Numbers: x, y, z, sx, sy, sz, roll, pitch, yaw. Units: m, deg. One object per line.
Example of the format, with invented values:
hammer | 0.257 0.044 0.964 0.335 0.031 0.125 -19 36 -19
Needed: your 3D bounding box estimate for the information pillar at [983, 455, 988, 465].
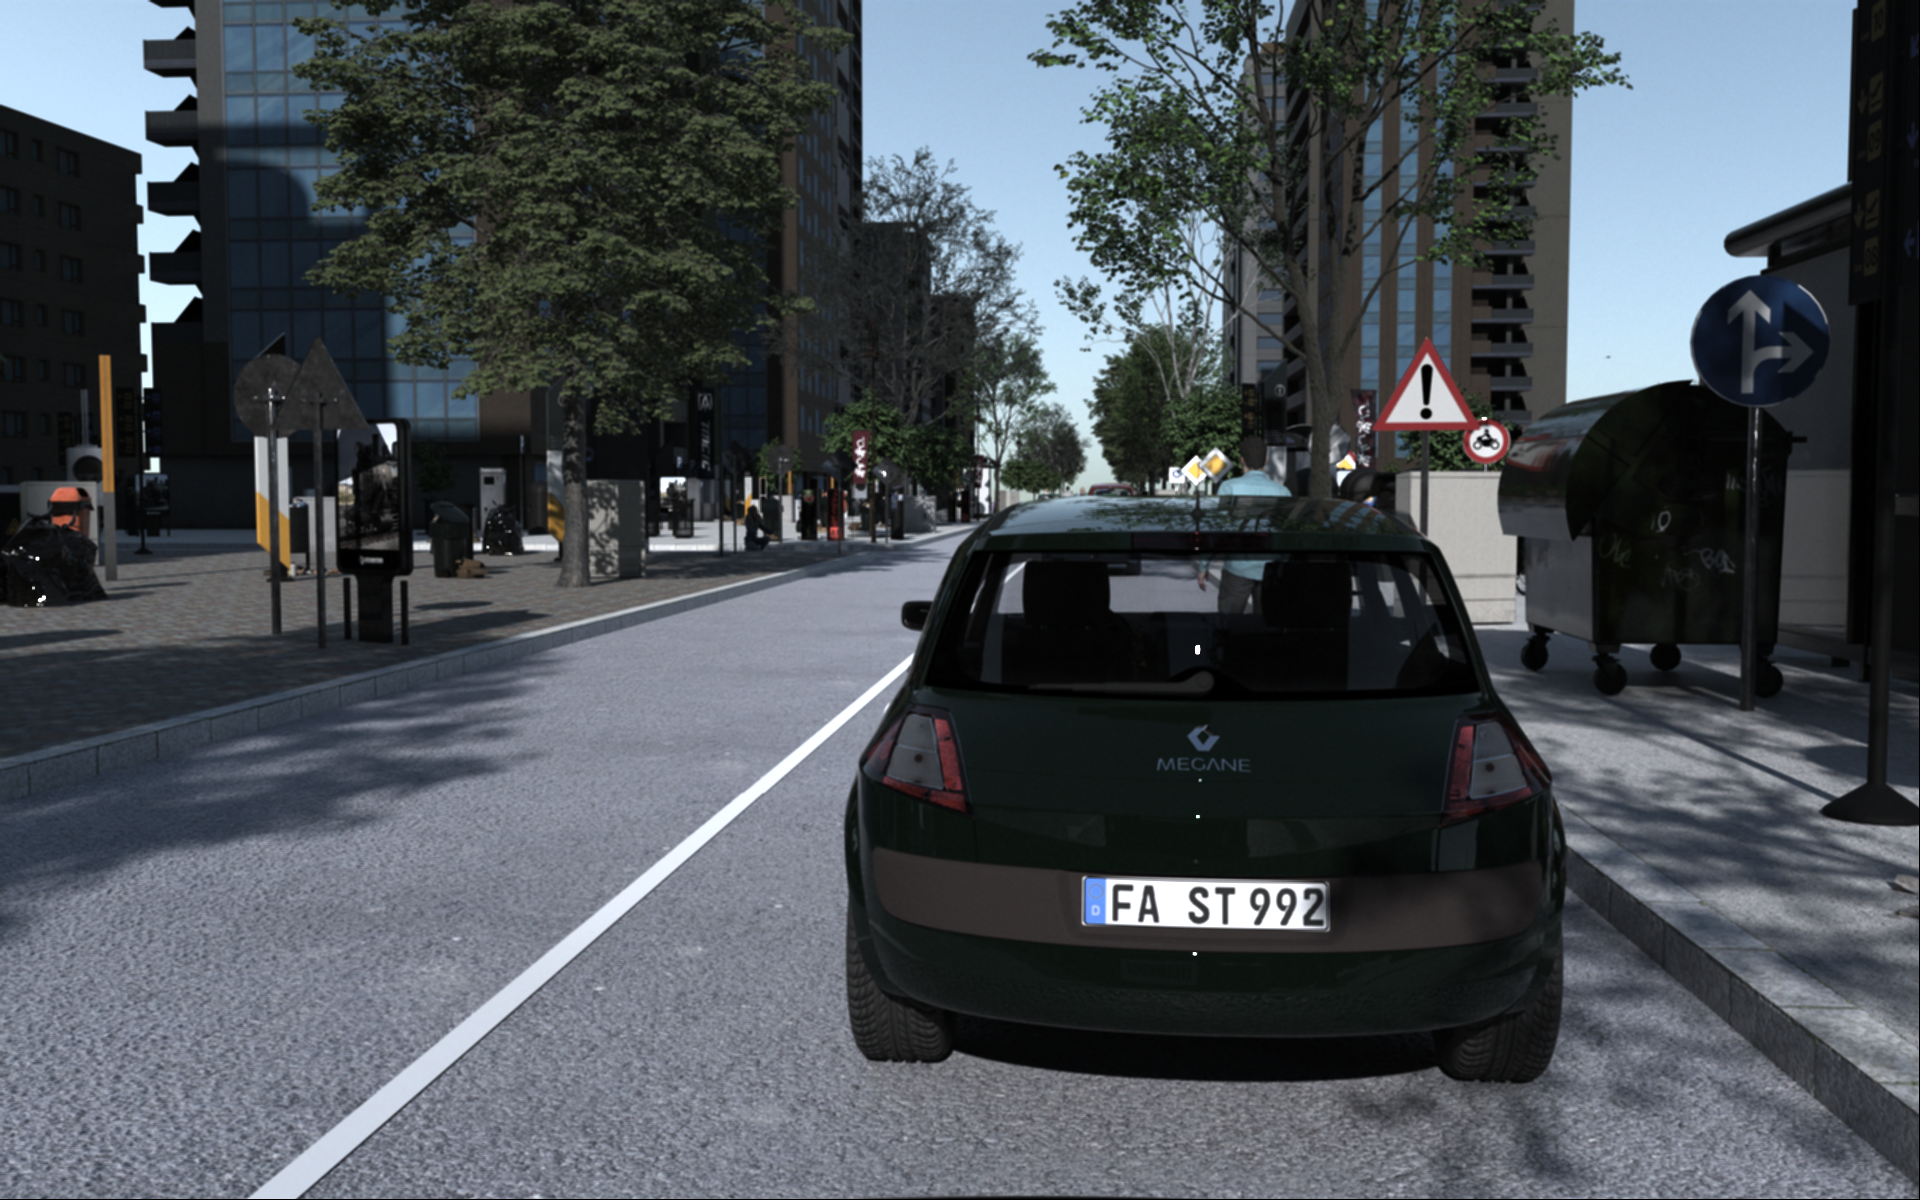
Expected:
information pillar | 1.446 -6.936 104.762 0.504 3.616 0.183 0 4 8

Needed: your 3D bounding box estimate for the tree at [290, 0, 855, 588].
tree | -5.365 -6.475 23.995 7.486 12.596 7.792 0 3 0

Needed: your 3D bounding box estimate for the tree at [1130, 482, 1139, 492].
tree | 24.404 -15.384 246.125 1.663 3.219 1.824 0 3 0

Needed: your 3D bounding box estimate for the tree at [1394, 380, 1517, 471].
tree | 14.399 -4.076 50.355 4.285 4.588 4.351 0 3 0

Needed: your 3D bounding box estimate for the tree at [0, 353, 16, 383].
tree | -5.832 -0.848 8.472 1.663 3.219 1.824 0 3 0

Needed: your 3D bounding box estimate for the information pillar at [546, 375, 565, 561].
information pillar | -7.662 -2.554 33.115 0.183 3.616 0.504 3 5 42

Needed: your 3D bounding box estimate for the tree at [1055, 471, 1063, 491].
tree | 6.154 -9.926 145.996 4.285 4.588 4.351 0 3 0

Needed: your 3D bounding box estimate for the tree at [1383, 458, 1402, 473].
tree | 23.298 -6.011 92.881 1.663 3.219 1.824 0 3 0

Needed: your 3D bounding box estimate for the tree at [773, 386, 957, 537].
tree | -2.793 -4.205 52.459 4.285 4.588 4.351 0 3 0

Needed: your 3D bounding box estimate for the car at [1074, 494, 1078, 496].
car | 14.755 -12.378 214.379 2.014 1.417 4.499 0 4 4

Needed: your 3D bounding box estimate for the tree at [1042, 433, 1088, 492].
tree | 15.368 -19.891 259.626 8.767 10.594 7.601 1 4 16

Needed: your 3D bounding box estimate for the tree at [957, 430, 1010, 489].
tree | -0.955 -5.324 70.763 4.285 4.588 4.351 0 3 0

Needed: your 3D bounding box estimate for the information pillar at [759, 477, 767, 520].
information pillar | -8.635 -4.362 75.805 0.304 2.012 0.304 -1 4 -16

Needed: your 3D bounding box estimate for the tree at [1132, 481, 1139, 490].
tree | 22.953 -16.794 224.943 4.360 8.622 3.978 0 3 0

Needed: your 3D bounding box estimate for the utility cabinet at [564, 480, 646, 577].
utility cabinet | -5.418 -1.087 26.452 1.173 1.500 0.318 -1 4 -23

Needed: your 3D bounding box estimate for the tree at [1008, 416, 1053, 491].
tree | 6.362 -12.377 152.733 4.360 8.622 3.978 0 3 0

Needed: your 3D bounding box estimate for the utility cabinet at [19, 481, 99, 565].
utility cabinet | -15.803 -1.328 30.393 0.318 1.500 1.173 3 5 42

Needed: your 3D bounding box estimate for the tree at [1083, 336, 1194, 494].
tree | 14.463 -14.126 137.609 9.857 13.997 8.962 0 3 0

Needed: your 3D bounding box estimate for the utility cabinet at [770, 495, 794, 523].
utility cabinet | -7.955 -4.056 77.478 1.020 1.237 0.306 1 4 13

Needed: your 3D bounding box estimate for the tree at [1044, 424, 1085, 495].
tree | 16.323 -21.789 274.378 7.486 12.596 7.792 0 3 0

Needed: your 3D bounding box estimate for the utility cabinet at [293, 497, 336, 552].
utility cabinet | -14.339 -1.685 38.708 1.020 1.237 0.306 -3 5 -40

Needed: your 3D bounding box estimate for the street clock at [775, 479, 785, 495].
street clock | -8.459 -4.690 81.253 0.471 2.002 0.358 3 5 42

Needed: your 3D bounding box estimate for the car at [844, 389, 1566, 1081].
car | 0.730 0.250 5.697 2.009 1.686 4.222 0 4 6

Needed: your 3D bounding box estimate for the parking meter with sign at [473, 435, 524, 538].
parking meter with sign | -13.756 -3.349 51.013 1.738 3.016 0.543 0 4 -3

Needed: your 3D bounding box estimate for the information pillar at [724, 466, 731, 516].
information pillar | -13.642 -6.742 101.593 0.183 3.616 0.504 2 4 28

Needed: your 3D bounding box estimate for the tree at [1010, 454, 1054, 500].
tree | 4.681 -9.475 138.628 4.285 4.588 4.351 0 3 0

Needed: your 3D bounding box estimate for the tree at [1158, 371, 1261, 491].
tree | 6.967 -3.839 46.483 4.285 4.588 4.351 0 3 0

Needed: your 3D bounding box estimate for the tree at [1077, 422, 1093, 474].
tree | 12.308 -19.409 227.707 12.009 13.543 11.850 0 3 0

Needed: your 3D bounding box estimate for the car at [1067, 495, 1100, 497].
car | 2.458 -1.213 31.835 2.014 1.417 4.499 0 4 6

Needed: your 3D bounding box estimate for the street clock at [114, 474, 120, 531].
street clock | -29.564 -3.415 60.400 0.471 2.002 0.358 -1 4 -13

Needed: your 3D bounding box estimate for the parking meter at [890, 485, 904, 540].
parking meter | -1.765 -2.464 48.696 0.372 1.533 0.369 0 3 0

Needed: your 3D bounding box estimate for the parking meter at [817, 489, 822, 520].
parking meter | -7.039 -4.748 86.044 0.372 1.533 0.369 0 3 0

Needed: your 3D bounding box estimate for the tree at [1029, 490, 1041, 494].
tree | 7.259 -10.485 166.023 1.663 3.219 1.824 0 3 0

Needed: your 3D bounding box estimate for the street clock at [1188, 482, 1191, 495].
street clock | 12.872 -5.747 98.538 0.471 2.002 0.358 3 4 36

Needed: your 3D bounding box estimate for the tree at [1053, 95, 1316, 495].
tree | 10.660 -13.786 81.295 12.611 20.169 13.585 0 3 0

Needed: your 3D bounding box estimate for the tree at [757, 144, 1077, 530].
tree | -1.982 -9.241 61.453 12.009 13.543 11.850 0 3 0

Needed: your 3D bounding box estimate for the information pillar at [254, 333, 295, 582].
information pillar | -9.990 -2.068 25.168 0.183 3.616 0.504 3 4 39

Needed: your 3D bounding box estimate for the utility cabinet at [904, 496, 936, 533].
utility cabinet | -1.317 -2.829 57.408 1.020 1.237 0.306 1 4 13

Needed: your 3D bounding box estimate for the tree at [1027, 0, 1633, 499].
tree | 4.656 -5.889 22.033 9.928 11.665 9.643 0 3 0

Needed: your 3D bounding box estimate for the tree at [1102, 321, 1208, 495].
tree | 13.174 -11.999 114.316 7.486 12.596 7.792 0 3 0

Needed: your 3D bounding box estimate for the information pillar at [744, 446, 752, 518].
information pillar | -10.253 -5.654 83.793 0.183 3.616 0.504 -3 5 -44

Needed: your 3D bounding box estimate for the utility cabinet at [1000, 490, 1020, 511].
utility cabinet | 3.297 -6.314 111.912 1.173 1.500 0.318 -2 4 -35

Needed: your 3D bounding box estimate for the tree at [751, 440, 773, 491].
tree | -10.518 -7.045 98.891 4.285 4.588 4.351 0 3 0

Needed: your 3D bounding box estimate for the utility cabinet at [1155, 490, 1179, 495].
utility cabinet | 10.071 -4.635 84.454 1.173 1.500 0.318 -2 4 -25

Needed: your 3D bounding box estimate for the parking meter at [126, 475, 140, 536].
parking meter | -25.533 -2.920 53.457 0.255 1.863 0.399 -1 4 -9

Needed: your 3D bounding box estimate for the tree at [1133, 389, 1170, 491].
tree | 13.701 -10.516 122.295 4.737 8.622 4.395 0 3 0

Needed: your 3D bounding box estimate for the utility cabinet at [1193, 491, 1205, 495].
utility cabinet | 16.150 -6.615 116.827 0.318 1.500 1.173 3 4 38

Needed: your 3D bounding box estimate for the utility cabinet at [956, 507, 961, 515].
utility cabinet | 0.339 -5.991 109.115 1.020 1.237 0.306 2 4 33

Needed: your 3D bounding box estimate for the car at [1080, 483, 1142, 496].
car | 5.384 -3.237 61.599 2.281 1.827 5.304 0 4 4

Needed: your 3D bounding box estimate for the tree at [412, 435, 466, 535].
tree | -16.731 -3.670 54.610 1.663 3.219 1.824 0 3 0

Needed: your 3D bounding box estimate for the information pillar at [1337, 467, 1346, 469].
information pillar | 10.263 -2.603 47.055 0.304 2.012 0.304 2 4 33

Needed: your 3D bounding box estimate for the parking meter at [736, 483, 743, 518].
parking meter | -11.614 -5.227 91.176 0.255 1.863 0.399 -3 5 -43

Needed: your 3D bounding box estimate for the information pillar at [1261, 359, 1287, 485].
information pillar | 5.442 -2.364 30.005 0.504 3.616 0.183 -1 4 -23

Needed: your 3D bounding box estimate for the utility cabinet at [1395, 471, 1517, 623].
utility cabinet | 4.864 -0.509 17.009 1.173 1.500 0.318 -1 4 -15

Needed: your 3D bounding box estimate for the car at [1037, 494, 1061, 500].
car | 5.189 -5.364 99.493 2.131 1.459 4.920 0 4 4
